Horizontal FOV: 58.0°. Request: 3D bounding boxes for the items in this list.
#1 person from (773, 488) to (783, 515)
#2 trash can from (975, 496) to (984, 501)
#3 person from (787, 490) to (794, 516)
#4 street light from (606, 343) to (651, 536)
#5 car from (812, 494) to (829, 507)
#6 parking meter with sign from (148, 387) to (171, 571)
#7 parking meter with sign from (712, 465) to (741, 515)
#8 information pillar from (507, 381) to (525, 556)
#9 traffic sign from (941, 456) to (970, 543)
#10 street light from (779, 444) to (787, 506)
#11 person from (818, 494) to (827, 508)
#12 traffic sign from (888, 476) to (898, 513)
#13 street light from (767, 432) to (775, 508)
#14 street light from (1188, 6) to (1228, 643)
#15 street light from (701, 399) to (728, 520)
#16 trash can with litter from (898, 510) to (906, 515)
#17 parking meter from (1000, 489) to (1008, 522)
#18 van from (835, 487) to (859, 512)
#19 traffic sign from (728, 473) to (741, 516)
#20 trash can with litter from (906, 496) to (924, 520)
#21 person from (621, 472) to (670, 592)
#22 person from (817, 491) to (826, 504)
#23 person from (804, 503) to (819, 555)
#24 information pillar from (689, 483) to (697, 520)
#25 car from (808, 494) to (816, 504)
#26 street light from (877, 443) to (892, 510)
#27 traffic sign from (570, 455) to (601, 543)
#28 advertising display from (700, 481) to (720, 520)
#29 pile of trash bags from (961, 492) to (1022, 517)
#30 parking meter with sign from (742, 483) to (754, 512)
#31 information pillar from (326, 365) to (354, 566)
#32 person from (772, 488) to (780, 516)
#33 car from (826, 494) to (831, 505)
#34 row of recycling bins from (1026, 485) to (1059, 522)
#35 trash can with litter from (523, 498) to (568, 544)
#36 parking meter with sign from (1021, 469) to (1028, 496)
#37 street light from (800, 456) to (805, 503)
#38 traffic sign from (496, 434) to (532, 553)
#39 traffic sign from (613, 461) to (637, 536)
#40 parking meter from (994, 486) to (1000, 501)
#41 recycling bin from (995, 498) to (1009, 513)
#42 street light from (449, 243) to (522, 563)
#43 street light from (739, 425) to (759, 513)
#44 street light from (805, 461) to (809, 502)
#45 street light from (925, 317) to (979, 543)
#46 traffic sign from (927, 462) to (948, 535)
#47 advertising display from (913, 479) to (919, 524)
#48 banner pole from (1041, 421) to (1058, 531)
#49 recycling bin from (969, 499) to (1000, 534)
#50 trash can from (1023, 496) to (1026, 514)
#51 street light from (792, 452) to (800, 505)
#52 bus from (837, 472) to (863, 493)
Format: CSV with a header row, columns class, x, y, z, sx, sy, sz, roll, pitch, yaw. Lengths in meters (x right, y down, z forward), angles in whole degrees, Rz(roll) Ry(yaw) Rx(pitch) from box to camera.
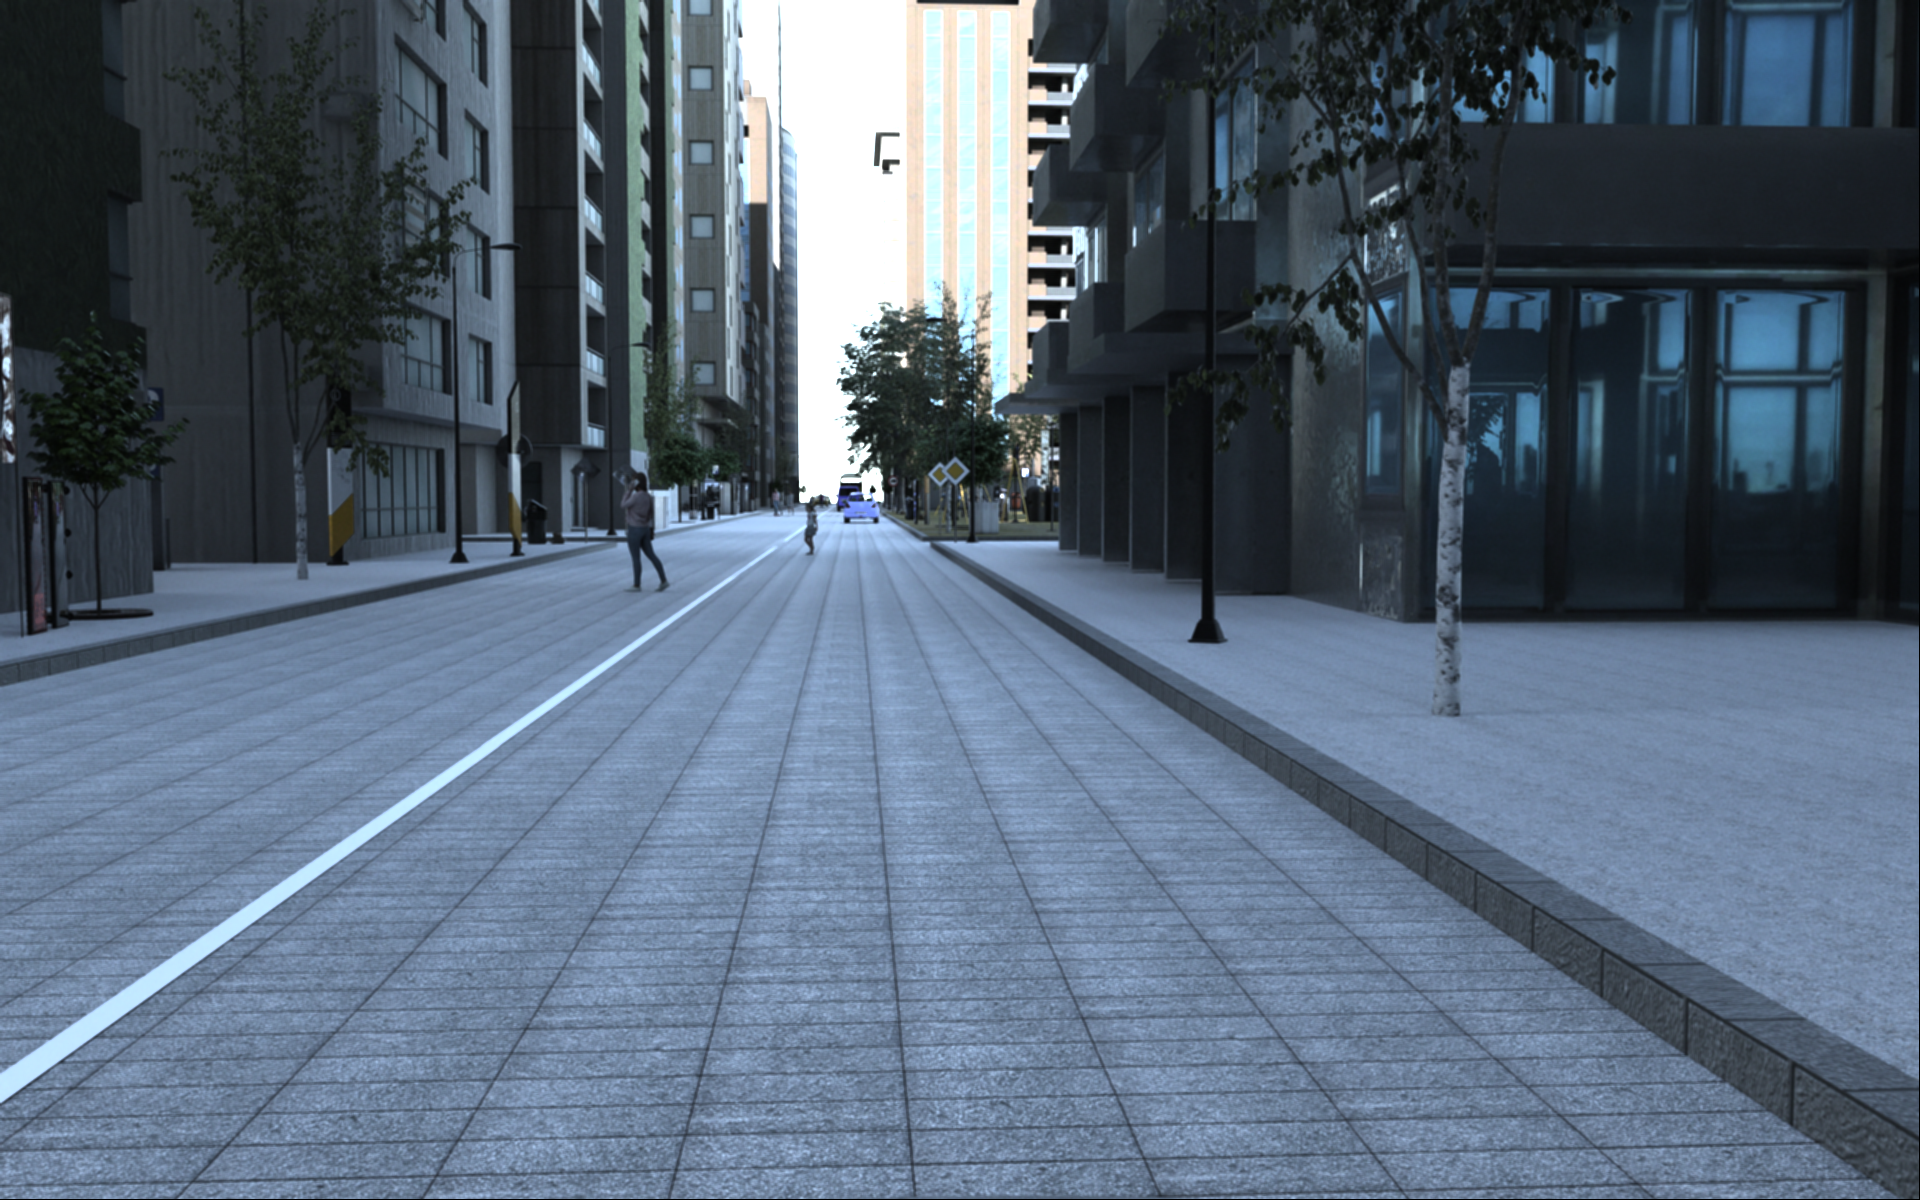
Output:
class,x,y,z,sx,sy,sz,roll,pitch,yaw
person,-12.569,-6.776,119.156,0.748,1.841,0.638,3,5,41
trash can,1.435,-7.033,126.634,0.748,1.137,0.748,0,3,0
person,-11.245,-6.462,114.910,0.466,1.731,0.760,1,4,10
street light,-10.188,-4.934,53.219,1.470,5.913,1.316,0,4,-4
car,-16.076,-11.603,199.928,2.015,1.641,3.980,0,4,-3
parking meter with sign,-13.586,-2.010,29.122,0.543,3.016,1.738,-1,4,-20
parking meter with sign,-14.273,-6.665,105.234,0.543,3.016,1.738,2,4,33
information pillar,-9.177,-2.712,35.689,0.183,3.616,0.504,0,4,6
traffic sign,-0.123,-2.573,45.716,0.795,2.450,0.064,0,4,-4
street light,-16.882,-11.494,160.472,1.470,5.913,1.316,0,4,-4
person,-14.185,-10.208,178.622,0.991,1.433,0.599,-1,4,-20
traffic sign,-4.592,-7.278,119.093,0.768,2.556,0.104,0,4,-3
street light,-14.845,-9.611,129.684,1.470,5.913,1.316,0,4,-4
street light,1.613,-2.587,14.841,1.470,5.913,1.316,0,4,-4
street light,-12.020,-6.863,84.755,1.470,5.913,1.316,0,4,-4
trash can with litter,-3.314,-5.916,108.110,1.055,1.170,0.624,-1,4,-16
parking meter,2.040,-4.387,80.132,0.372,1.533,0.369,0,3,0
van,-9.208,-8.479,143.021,2.240,2.365,5.245,0,4,-4
traffic sign,-13.491,-6.330,103.606,0.768,2.556,0.104,0,4,2
trash can with litter,-2.115,-4.717,88.511,0.624,1.170,1.055,-2,4,-30
person,-4.620,-1.000,25.440,0.643,1.750,0.593,1,4,19
person,-15.203,-11.054,190.018,1.217,1.735,0.721,2,4,32
person,-3.466,-1.677,40.929,0.382,1.210,0.505,-3,4,-36
information pillar,-13.445,-5.063,87.278,0.304,2.012,0.304,2,4,28
car,-18.964,-13.214,228.054,2.014,1.417,4.499,0,4,-2
street light,-6.308,-10.328,141.411,1.470,5.913,1.316,0,4,-4
traffic sign,-9.750,-2.538,45.138,0.795,2.450,0.064,0,4,-4
advertising display,-12.564,-5.012,87.154,0.974,1.923,0.123,-1,4,-15
pile of trash bags,1.887,-5.315,96.649,3.447,1.369,1.912,-2,4,-28
parking meter with sign,-15.440,-7.755,123.050,1.738,3.016,0.543,2,4,25
information pillar,-11.185,-2.438,31.214,0.183,3.616,0.504,2,4,33
person,-11.918,-6.332,112.030,0.555,1.821,0.388,-3,4,-39
car,-18.581,-13.983,237.424,1.959,1.807,4.718,0,4,-3
row of recycling bins,4.761,-4.494,80.591,3.534,1.692,1.069,-1,4,-18
trash can with litter,-10.670,-2.031,44.587,1.055,1.170,0.624,-2,4,-24
parking meter with sign,4.931,-7.438,117.867,0.543,3.016,1.738,-3,4,-36
street light,-20.022,-14.666,212.329,1.470,5.913,1.316,0,4,-4
traffic sign,-9.301,-2.202,36.117,0.768,2.556,0.104,0,4,6
traffic sign,-10.246,-3.025,53.108,0.795,2.450,0.064,0,4,-4
parking meter,2.445,-6.693,115.145,0.399,1.863,0.255,-1,4,-10
recycling bin,2.763,-6.230,114.411,0.722,1.027,0.722,2,4,26
street light,-8.813,-3.648,32.194,1.470,5.913,1.316,0,4,-4
street light,-14.089,-8.761,115.791,1.470,5.913,1.316,0,4,-4
street light,-21.947,-16.550,243.125,1.470,5.913,1.316,0,4,-4
street light,-0.206,-4.472,45.661,1.470,5.913,1.316,0,4,-4
traffic sign,-0.619,-3.061,53.685,0.795,2.450,0.064,0,4,-4
advertising display,-1.881,-4.206,73.986,0.123,1.923,0.974,0,4,-7
banner pole,3.024,-4.252,59.540,0.401,3.779,0.863,3,5,41
recycling bin,0.769,-2.645,55.801,0.722,1.027,0.722,-2,4,-35
trash can,4.268,-5.991,109.611,0.748,1.137,0.748,0,3,0
street light,-18.738,-13.378,191.272,1.470,5.913,1.316,0,4,-4
bus,-12.394,-12.512,196.124,2.896,3.916,12.252,0,4,-5
